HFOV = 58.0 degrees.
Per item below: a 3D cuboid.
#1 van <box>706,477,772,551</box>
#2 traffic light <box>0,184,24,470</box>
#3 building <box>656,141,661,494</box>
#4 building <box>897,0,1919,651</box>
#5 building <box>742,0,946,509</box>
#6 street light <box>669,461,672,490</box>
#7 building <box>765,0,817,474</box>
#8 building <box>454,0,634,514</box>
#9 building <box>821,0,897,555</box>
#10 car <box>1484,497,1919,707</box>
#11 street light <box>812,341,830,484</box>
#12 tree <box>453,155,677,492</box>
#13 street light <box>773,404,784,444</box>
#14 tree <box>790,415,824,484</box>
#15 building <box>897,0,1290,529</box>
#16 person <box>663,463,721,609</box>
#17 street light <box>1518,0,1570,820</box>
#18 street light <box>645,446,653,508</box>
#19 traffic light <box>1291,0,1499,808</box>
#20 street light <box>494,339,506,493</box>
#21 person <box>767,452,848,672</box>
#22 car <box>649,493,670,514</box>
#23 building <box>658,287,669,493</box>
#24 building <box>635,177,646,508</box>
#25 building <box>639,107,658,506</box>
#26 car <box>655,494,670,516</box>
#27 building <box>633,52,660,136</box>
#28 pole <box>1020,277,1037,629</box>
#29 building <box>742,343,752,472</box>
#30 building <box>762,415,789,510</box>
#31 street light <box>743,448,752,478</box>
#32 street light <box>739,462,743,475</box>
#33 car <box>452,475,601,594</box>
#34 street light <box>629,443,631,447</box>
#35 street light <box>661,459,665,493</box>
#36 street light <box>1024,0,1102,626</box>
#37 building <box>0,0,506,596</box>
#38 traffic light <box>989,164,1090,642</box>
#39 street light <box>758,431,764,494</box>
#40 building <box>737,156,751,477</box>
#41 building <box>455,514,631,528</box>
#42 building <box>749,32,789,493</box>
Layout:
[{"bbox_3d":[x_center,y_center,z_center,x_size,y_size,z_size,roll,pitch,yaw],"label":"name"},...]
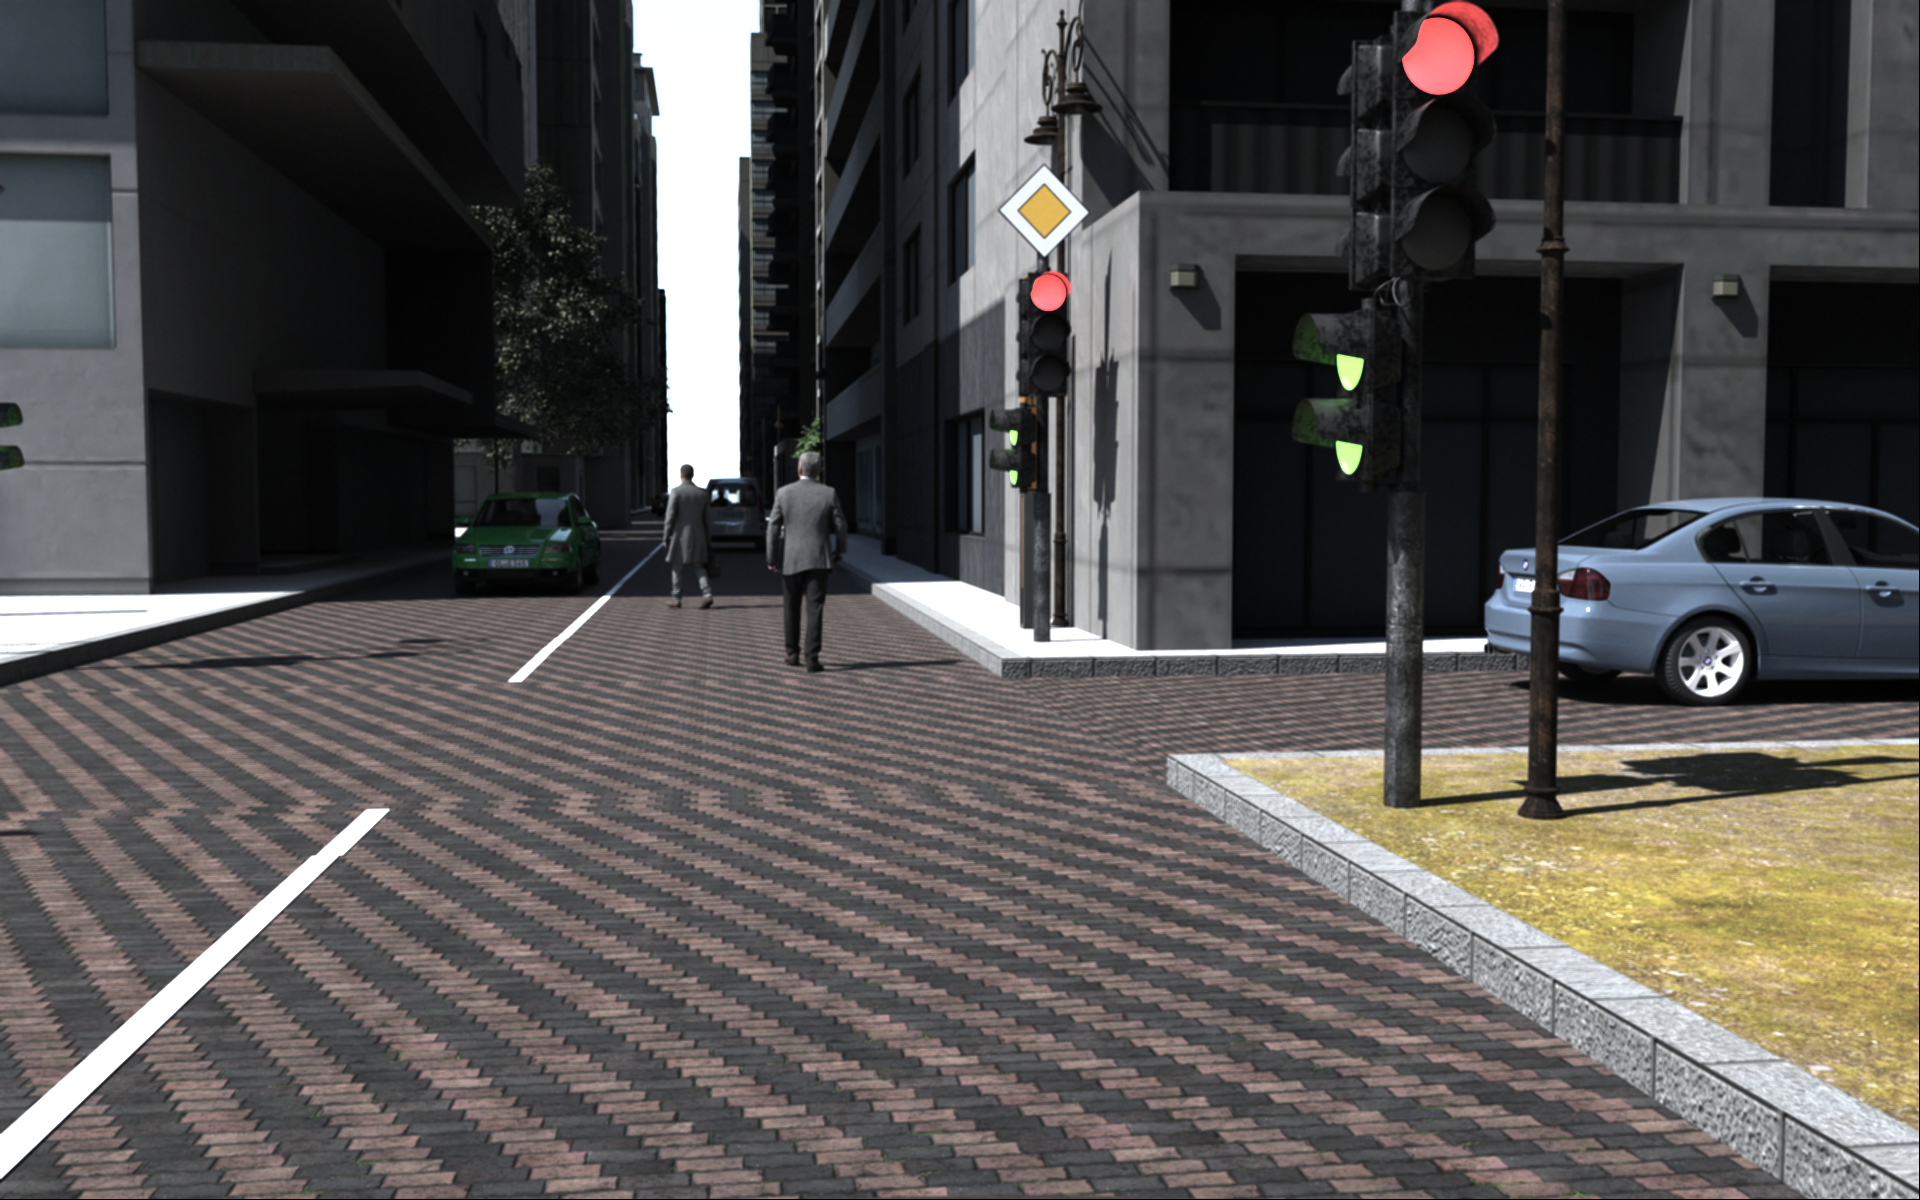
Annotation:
[{"bbox_3d":[-5.857,-2.304,44.676,2.013,2.044,4.112,0,4,-8],"label":"van"},{"bbox_3d":[-7.932,-1.516,13.706,0.839,4.253,0.868,0,4,-8],"label":"traffic light"},{"bbox_3d":[-40.559,-31.045,191.177,14.154,41.232,14.086,0,4,-8],"label":"building"},{"bbox_3d":[10.233,-35.795,23.499,20.611,71.187,20.563,0,4,-8],"label":"building"},{"bbox_3d":[-13.355,-45.821,187.419,20.563,71.187,20.611,0,4,-8],"label":"building"},{"bbox_3d":[-40.910,-16.642,244.888,0.468,5.910,1.993,0,4,-8],"label":"street light"},{"bbox_3d":[-0.665,-27.641,106.561,22.147,44.769,28.867,0,4,-8],"label":"building"},{"bbox_3d":[-32.744,-27.634,135.405,14.154,41.232,14.086,0,4,-8],"label":"building"},{"bbox_3d":[7.528,-25.862,46.548,21.300,48.544,21.600,0,4,-8],"label":"building"},{"bbox_3d":[6.163,-0.039,12.640,4.499,1.417,2.014,-1,4,-8],"label":"car"},{"bbox_3d":[-4.207,-4.879,52.558,0.468,5.910,1.993,0,4,-8],"label":"street light"},{"bbox_3d":[-14.818,-8.617,57.901,9.611,12.733,9.660,0,3,0],"label":"tree"},{"bbox_3d":[-9.521,-7.251,91.337,0.468,5.910,1.993,0,4,-8],"label":"street light"},{"bbox_3d":[-4.337,-4.749,61.357,4.285,4.588,4.351,0,3,0],"label":"tree"},{"bbox_3d":[1.892,-39.205,79.248,20.563,71.187,20.611,0,4,-8],"label":"building"},{"bbox_3d":[-3.391,-0.798,21.648,0.694,1.812,0.767,-3,4,-37],"label":"person"},{"bbox_3d":[2.317,-2.076,6.725,0.468,5.910,1.993,0,4,-8],"label":"street light"},{"bbox_3d":[-29.286,-11.593,162.328,0.468,5.910,1.993,0,4,-8],"label":"street light"},{"bbox_3d":[1.802,-1.107,7.020,0.839,4.253,0.868,0,4,-8],"label":"traffic light"},{"bbox_3d":[-13.483,-4.742,50.321,0.468,5.910,1.993,0,4,-8],"label":"street light"},{"bbox_3d":[-1.263,-0.328,14.260,0.661,1.777,0.834,-1,4,-9],"label":"person"},{"bbox_3d":[-21.885,-7.292,128.265,2.155,1.783,4.494,0,4,-7],"label":"car"},{"bbox_3d":[-46.693,-28.227,233.208,14.160,30.474,14.107,0,4,-8],"label":"building"},{"bbox_3d":[-34.868,-23.156,150.304,14.160,30.474,14.107,0,4,-8],"label":"building"},{"bbox_3d":[-38.757,-30.185,177.115,14.154,41.232,14.086,0,4,-8],"label":"building"},{"bbox_3d":[-18.687,-6.154,112.412,2.131,1.459,4.920,0,4,-7],"label":"car"},{"bbox_3d":[-51.085,-37.986,210.308,28.713,52.752,27.495,0,4,-8],"label":"building"},{"bbox_3d":[0.663,-1.381,16.420,0.158,3.312,0.155,0,3,0],"label":"pole"},{"bbox_3d":[-12.773,-22.564,213.966,27.650,21.520,28.899,0,4,-8],"label":"building"},{"bbox_3d":[-4.125,-50.313,135.285,22.319,86.520,31.000,0,4,-8],"label":"building"},{"bbox_3d":[-21.387,-12.384,175.262,0.468,5.910,1.993,0,4,-8],"label":"street light"},{"bbox_3d":[-26.434,-14.578,211.141,0.468,5.910,1.993,0,4,-8],"label":"street light"},{"bbox_3d":[-6.496,-1.064,26.196,1.959,1.807,4.718,0,4,-6],"label":"car"},{"bbox_3d":[-24.234,-9.396,126.412,0.468,5.910,1.993,0,4,-8],"label":"street light"},{"bbox_3d":[-35.743,-14.428,208.690,0.468,5.910,1.993,0,4,-8],"label":"street light"},{"bbox_3d":[0.973,-2.686,16.697,0.468,5.910,1.993,0,4,-8],"label":"street light"},{"bbox_3d":[-22.954,-27.016,30.950,28.713,52.752,27.495,0,4,-8],"label":"building"},{"bbox_3d":[0.693,-1.591,14.928,0.839,4.253,0.868,0,4,-8],"label":"traffic light"},{"bbox_3d":[-14.654,-9.456,127.394,0.468,5.910,1.993,0,4,-8],"label":"street light"},{"bbox_3d":[-19.573,-37.553,237.700,21.300,48.544,21.600,0,4,-8],"label":"building"},{"bbox_3d":[-21.060,-23.657,70.380,14.154,41.232,14.086,0,4,-8],"label":"building"},{"bbox_3d":[-12.067,-29.033,158.277,14.154,41.232,14.086,0,4,-8],"label":"building"}]
